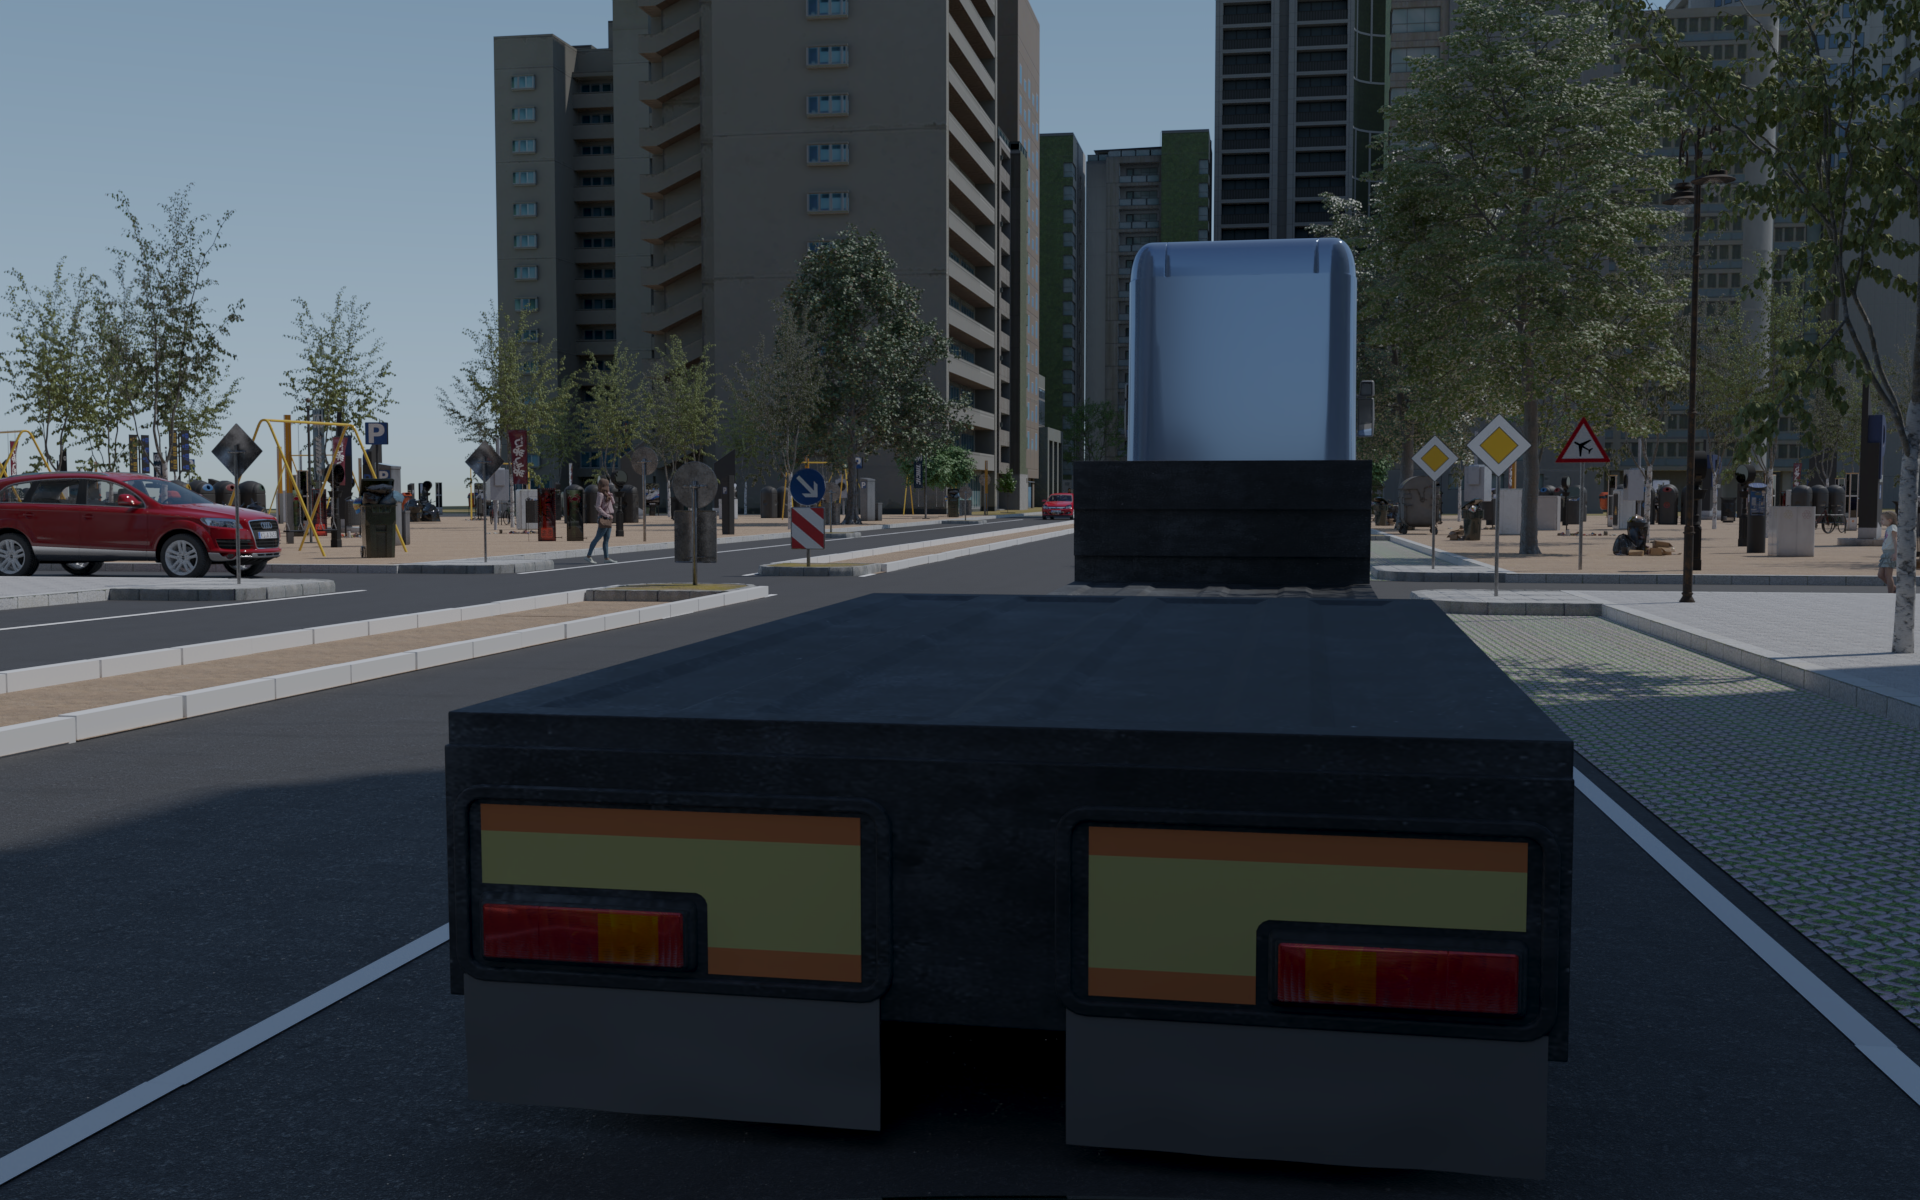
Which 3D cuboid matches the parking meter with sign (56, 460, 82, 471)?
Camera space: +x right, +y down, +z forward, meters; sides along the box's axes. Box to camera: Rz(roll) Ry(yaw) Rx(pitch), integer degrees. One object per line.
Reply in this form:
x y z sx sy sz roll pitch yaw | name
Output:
-45.811 -5.723 89.840 1.738 3.016 0.543 -1 4 -17 | parking meter with sign

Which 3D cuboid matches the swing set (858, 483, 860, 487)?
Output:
-7.178 -6.707 107.285 2.862 2.851 3.119 1 4 15 | swing set

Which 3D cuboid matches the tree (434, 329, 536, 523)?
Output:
-20.868 -7.755 77.149 4.360 8.622 3.978 0 3 0 | tree

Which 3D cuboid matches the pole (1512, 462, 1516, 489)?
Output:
26.936 -5.529 84.244 0.158 3.312 0.155 0 3 0 | pole

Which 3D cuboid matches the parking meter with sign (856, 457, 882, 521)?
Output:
-4.345 -5.243 81.988 0.543 3.016 1.738 2 4 33 | parking meter with sign

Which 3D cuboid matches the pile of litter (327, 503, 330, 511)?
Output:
-36.519 -5.315 100.860 1.719 0.858 1.176 -2 4 -30 | pile of litter

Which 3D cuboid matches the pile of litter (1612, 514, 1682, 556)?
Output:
14.457 -1.370 36.369 1.719 0.858 1.176 -1 4 -15 | pile of litter

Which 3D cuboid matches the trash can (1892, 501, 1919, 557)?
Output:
19.503 -1.459 35.504 0.748 1.137 0.748 0 3 0 | trash can

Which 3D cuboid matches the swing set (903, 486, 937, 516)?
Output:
-1.862 -6.546 104.651 3.119 2.851 2.862 1 4 10 | swing set

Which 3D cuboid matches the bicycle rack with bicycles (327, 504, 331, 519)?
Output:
-31.613 -4.747 90.998 2.925 0.926 2.852 2 4 32 | bicycle rack with bicycles

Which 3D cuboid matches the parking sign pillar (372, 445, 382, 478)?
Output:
-25.165 -5.243 74.203 1.447 3.967 1.447 0 4 1 | parking sign pillar

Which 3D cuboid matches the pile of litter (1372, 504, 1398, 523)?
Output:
19.237 -3.954 78.613 1.719 0.858 1.176 -2 4 -32 | pile of litter

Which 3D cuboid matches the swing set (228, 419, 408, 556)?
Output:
-14.035 -2.419 37.176 2.862 2.851 3.119 1 4 17 | swing set

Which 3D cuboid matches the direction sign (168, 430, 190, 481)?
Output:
-27.552 -4.231 61.175 0.379 3.537 0.876 1 4 22 | direction sign

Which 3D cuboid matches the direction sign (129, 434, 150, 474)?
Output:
-31.264 -4.529 66.046 0.379 3.537 0.876 2 4 26 | direction sign

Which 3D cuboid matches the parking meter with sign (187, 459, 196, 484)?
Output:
-37.922 -5.461 85.550 0.543 3.016 1.738 -2 4 -33 | parking meter with sign

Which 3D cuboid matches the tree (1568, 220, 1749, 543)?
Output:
18.033 -5.809 45.338 4.360 8.622 3.978 0 3 0 | tree

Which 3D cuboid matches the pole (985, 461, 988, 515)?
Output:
1.598 -6.817 105.305 0.158 3.312 0.155 0 3 0 | pole

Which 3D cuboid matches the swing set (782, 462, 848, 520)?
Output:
-7.147 -5.325 84.682 3.119 2.851 2.862 -1 4 -17 | swing set

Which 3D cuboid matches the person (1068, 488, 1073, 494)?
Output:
7.319 -6.563 115.770 1.348 1.831 0.705 0 4 -6 | person

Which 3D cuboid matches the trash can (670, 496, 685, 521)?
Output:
-13.717 -4.425 84.005 0.748 1.137 0.748 0 3 0 | trash can

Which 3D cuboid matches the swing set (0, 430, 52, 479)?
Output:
-23.685 -2.776 43.007 3.119 2.851 2.862 3 5 41 | swing set

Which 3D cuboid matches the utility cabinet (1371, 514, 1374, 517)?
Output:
22.576 -5.332 95.864 0.318 1.500 1.173 0 4 -4 | utility cabinet

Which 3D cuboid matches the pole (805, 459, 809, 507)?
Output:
-7.748 -5.745 87.769 0.158 3.312 0.155 0 3 0 | pole

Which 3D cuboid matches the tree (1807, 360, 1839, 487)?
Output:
42.246 -8.187 84.220 4.360 8.622 3.978 0 3 0 | tree

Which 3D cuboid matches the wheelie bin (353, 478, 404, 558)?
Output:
-11.692 -1.651 34.910 0.980 1.594 0.693 -2 4 -29 | wheelie bin

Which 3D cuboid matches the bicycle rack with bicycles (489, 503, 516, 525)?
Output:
-18.374 -3.592 72.110 2.852 0.926 2.925 -1 4 -17 | bicycle rack with bicycles

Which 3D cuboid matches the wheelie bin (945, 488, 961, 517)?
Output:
-0.342 -5.331 95.075 0.980 1.594 0.693 0 4 -2 | wheelie bin

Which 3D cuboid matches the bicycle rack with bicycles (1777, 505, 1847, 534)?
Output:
27.894 -2.658 56.834 2.925 0.926 2.852 -1 4 -18 | bicycle rack with bicycles

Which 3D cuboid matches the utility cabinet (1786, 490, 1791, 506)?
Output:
44.950 -5.164 93.117 1.173 1.500 0.318 -2 4 -24 | utility cabinet

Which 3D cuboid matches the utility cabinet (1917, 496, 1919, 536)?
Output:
29.177 -2.525 52.450 1.020 1.237 0.306 2 4 33 | utility cabinet

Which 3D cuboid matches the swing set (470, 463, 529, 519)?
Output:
-23.379 -5.500 87.548 3.119 2.851 2.862 -1 4 -15 | swing set

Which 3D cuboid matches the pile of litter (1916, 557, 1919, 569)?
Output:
16.641 -0.958 29.629 1.176 0.858 1.719 2 4 33 | pile of litter

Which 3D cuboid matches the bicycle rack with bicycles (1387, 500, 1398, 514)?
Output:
25.356 -5.332 100.555 2.925 0.926 2.852 -1 4 -20 | bicycle rack with bicycles

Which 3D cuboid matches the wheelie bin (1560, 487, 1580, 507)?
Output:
27.340 -4.258 77.527 0.980 1.594 0.693 0 4 3 | wheelie bin

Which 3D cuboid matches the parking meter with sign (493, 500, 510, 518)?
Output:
-24.395 -5.861 92.082 0.543 3.016 1.738 -3 5 -45 | parking meter with sign

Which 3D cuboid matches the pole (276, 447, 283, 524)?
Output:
-29.159 -4.919 74.264 0.158 3.312 0.155 0 3 0 | pole

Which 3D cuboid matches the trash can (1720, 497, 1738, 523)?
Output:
34.424 -4.033 77.593 0.748 1.137 0.748 0 3 0 | trash can

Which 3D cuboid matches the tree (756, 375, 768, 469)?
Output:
-13.296 -9.596 107.257 4.737 8.622 4.395 0 3 0 | tree

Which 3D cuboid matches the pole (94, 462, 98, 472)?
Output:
-54.169 -7.020 108.623 0.158 3.312 0.155 0 3 0 | pole

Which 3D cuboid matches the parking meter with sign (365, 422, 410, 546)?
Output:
-14.103 -2.848 42.825 0.543 3.016 1.738 0 4 1 | parking meter with sign

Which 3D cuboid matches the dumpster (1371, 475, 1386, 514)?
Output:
19.269 -4.845 81.712 1.502 2.255 1.985 1 4 10 | dumpster

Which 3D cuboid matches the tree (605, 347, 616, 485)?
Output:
-16.947 -8.196 84.371 4.737 8.622 4.395 0 3 0 | tree

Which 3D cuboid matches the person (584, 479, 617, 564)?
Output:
-7.424 -1.631 35.751 0.643 1.750 0.593 0 4 -3 | person

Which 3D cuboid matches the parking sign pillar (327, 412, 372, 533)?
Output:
-20.488 -4.225 57.551 1.447 3.967 1.447 -1 4 -23 | parking sign pillar

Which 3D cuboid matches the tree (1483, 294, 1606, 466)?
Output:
29.614 -9.955 88.511 9.928 11.665 9.643 0 3 0 | tree

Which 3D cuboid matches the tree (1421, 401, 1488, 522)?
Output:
22.975 -7.946 80.283 4.360 8.622 3.978 0 3 0 | tree

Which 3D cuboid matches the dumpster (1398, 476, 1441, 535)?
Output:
14.750 -3.048 55.589 1.264 1.857 1.865 1 4 10 | dumpster

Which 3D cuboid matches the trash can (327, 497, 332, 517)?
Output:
-35.218 -5.208 96.807 0.748 1.137 0.748 0 3 0 | trash can

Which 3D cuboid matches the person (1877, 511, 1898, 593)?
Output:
12.409 -0.579 22.986 0.382 1.210 0.505 1 4 14 | person

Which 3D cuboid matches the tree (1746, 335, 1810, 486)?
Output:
27.728 -6.896 63.118 4.360 8.622 3.978 0 3 0 | tree

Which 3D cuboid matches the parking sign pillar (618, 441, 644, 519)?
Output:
-16.738 -6.100 88.199 1.447 3.967 1.447 -3 4 -37 | parking sign pillar

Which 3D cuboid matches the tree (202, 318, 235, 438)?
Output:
-31.203 -7.276 69.323 4.737 8.622 4.395 0 3 0 | tree

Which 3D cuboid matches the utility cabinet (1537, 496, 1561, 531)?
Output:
20.650 -3.056 61.134 1.020 1.237 0.306 3 5 43 | utility cabinet

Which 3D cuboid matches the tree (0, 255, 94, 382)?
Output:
-28.260 -6.358 54.312 4.737 8.622 4.395 0 3 0 | tree

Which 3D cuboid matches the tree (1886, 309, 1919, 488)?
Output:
36.380 -7.015 65.061 4.360 8.622 3.978 0 3 0 | tree

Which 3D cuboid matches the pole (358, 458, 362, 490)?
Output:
-33.904 -6.367 97.935 0.158 3.312 0.155 0 3 0 | pole

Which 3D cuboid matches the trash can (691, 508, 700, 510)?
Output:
-13.091 -4.498 85.188 0.748 1.137 0.748 0 3 0 | trash can

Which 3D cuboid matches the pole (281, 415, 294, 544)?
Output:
-17.267 -3.101 44.543 0.158 3.312 0.155 0 3 0 | pole
